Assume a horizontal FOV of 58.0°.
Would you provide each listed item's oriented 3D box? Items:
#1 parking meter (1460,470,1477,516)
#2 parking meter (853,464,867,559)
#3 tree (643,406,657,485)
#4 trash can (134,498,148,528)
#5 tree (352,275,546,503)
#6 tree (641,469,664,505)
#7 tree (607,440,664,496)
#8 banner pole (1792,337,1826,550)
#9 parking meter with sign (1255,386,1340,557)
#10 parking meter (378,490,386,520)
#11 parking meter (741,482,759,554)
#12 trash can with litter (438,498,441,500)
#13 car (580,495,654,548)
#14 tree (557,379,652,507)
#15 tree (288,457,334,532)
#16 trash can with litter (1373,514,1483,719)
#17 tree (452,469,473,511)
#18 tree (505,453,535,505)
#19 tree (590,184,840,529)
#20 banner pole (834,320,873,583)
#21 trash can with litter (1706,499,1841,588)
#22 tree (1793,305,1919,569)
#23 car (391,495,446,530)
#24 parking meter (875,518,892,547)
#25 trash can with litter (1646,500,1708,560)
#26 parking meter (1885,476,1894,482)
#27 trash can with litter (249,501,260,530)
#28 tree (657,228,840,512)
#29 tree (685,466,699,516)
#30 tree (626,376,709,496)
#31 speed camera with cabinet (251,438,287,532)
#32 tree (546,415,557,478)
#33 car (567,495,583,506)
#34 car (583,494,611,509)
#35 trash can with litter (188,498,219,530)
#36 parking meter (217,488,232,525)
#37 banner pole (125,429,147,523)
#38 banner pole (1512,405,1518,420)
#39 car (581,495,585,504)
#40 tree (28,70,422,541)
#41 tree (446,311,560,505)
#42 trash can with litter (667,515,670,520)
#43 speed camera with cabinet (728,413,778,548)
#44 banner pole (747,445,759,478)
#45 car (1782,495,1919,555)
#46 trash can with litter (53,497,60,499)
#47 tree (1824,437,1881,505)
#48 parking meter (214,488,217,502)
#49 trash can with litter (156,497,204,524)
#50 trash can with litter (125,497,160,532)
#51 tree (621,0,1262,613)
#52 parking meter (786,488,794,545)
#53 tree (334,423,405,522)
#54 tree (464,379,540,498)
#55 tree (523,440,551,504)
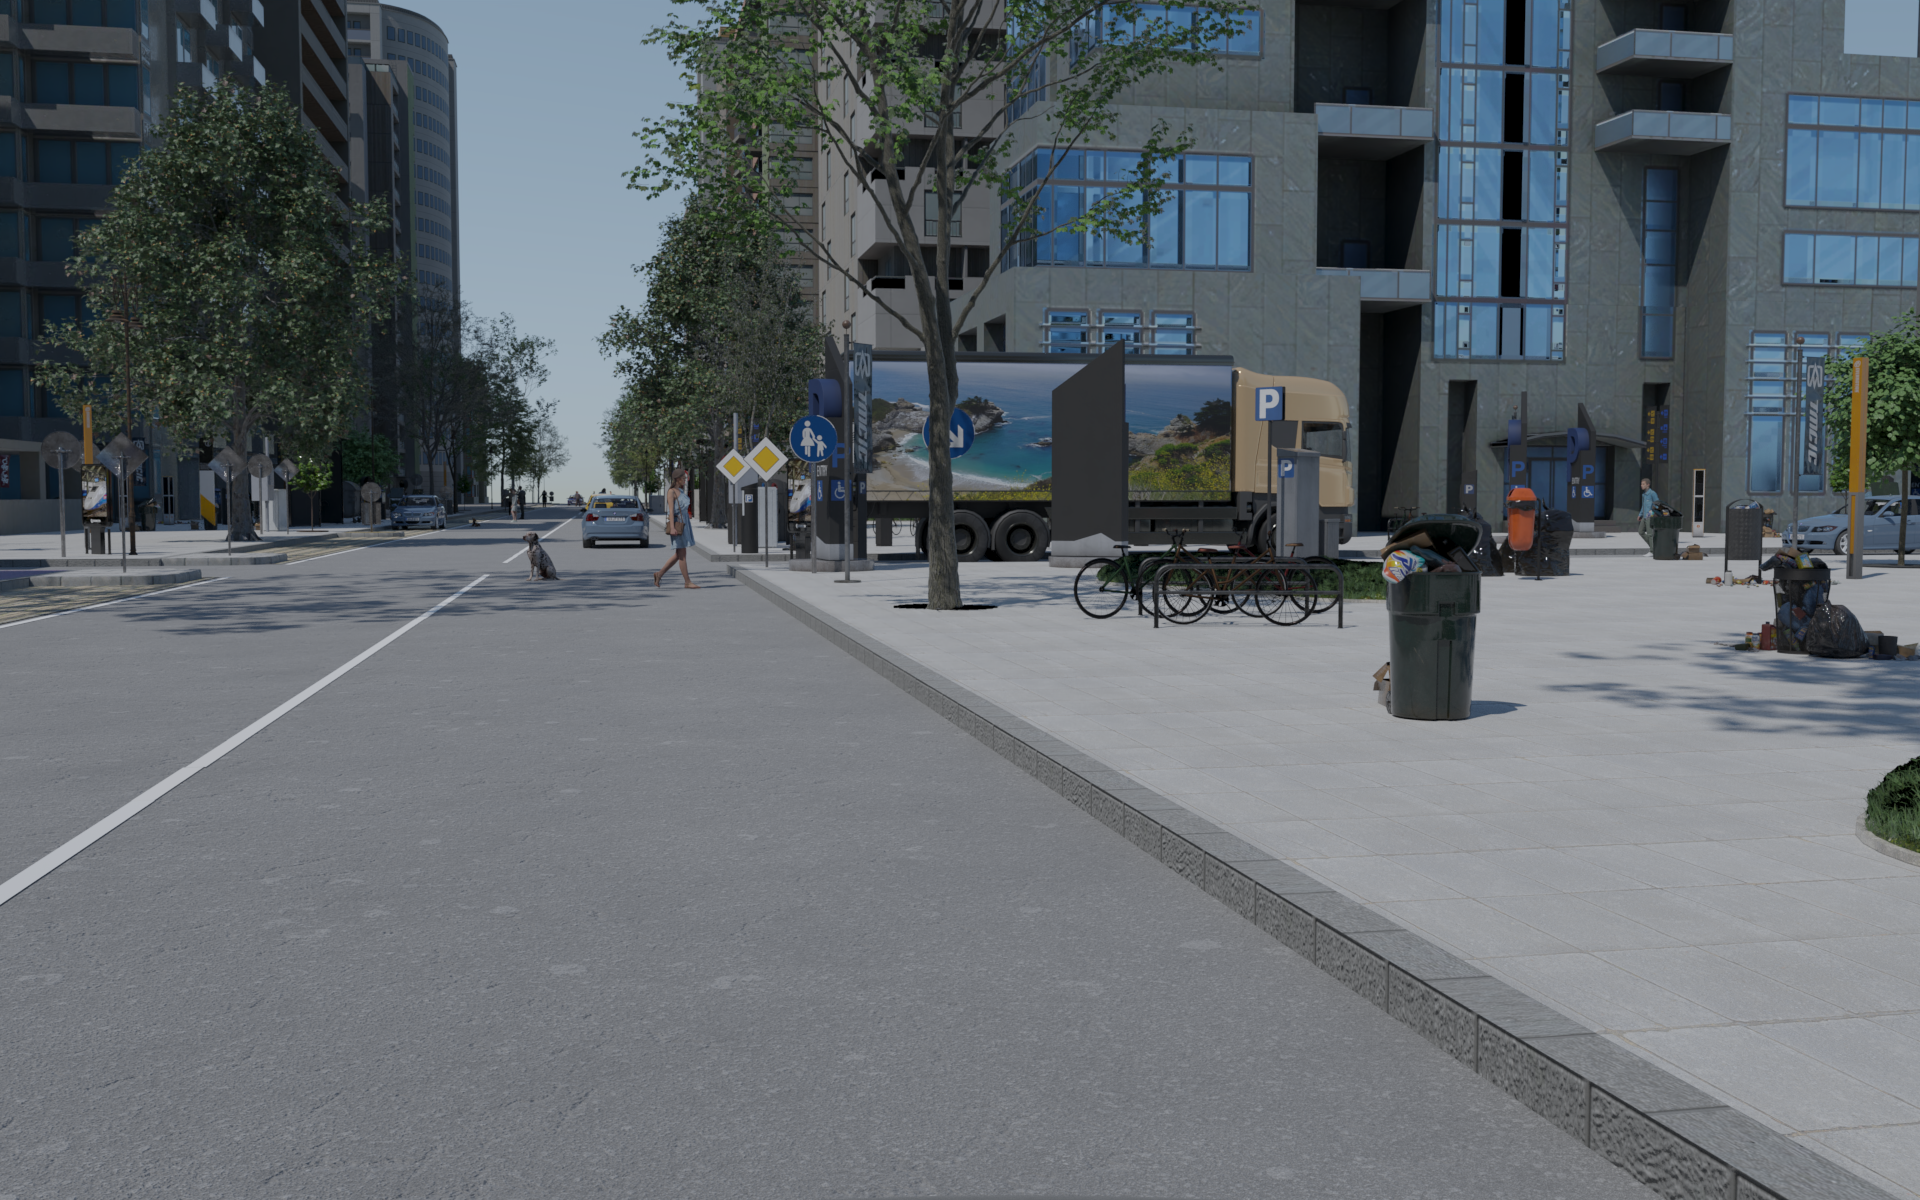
[{"bbox_3d":[12.219,-2.198,41.652,0.399,1.863,0.255,1,4,16],"label":"parking meter"},{"bbox_3d":[-1.870,-1.558,31.191,0.255,1.863,0.399,2,4,27],"label":"parking meter"},{"bbox_3d":[-13.141,-8.088,82.600,4.360,8.622,3.978,0,3,0],"label":"tree"},{"bbox_3d":[-30.423,-3.222,64.332,0.748,1.137,0.748,0,3,0],"label":"trash can"},{"bbox_3d":[-29.805,-11.440,97.417,12.009,13.543,11.850,0,3,0],"label":"tree"},{"bbox_3d":[-23.307,-8.366,131.383,1.663,3.219,1.824,0,3,0],"label":"tree"},{"bbox_3d":[-41.261,-18.614,222.470,7.486,12.596,7.792,0,3,0],"label":"tree"},{"bbox_3d":[13.566,-2.308,27.756,0.863,3.779,0.401,-2,4,-29],"label":"banner pole"},{"bbox_3d":[5.652,-1.990,28.798,1.738,3.016,0.543,-3,5,-43],"label":"parking meter with sign"},{"bbox_3d":[-29.026,-4.805,86.966,0.372,1.533,0.369,0,3,0],"label":"parking meter"},{"bbox_3d":[-4.543,-1.773,37.403,0.372,1.533,0.369,0,3,0],"label":"parking meter"},{"bbox_3d":[-32.281,-5.887,107.644,1.055,1.170,0.624,1,4,12],"label":"trash can with litter"},{"bbox_3d":[-9.370,-2.157,47.266,2.014,1.417,4.499,-1,4,-10],"label":"car"},{"bbox_3d":[-32.363,-16.335,177.453,12.009,13.543,11.850,0,3,0],"label":"tree"},{"bbox_3d":[-21.955,-3.894,58.268,1.663,3.219,1.824,0,3,0],"label":"tree"},{"bbox_3d":[2.655,0.074,10.174,0.624,1.170,1.055,0,4,-2],"label":"trash can with litter"},{"bbox_3d":[-38.517,-8.529,134.046,1.663,3.219,1.824,0,3,0],"label":"tree"},{"bbox_3d":[-54.298,-16.049,212.763,4.737,8.622,4.395,0,3,0],"label":"tree"},{"bbox_3d":[-8.865,-8.994,64.062,9.611,12.733,9.660,0,3,0],"label":"tree"},{"bbox_3d":[-1.506,-2.153,25.217,0.401,3.779,0.863,2,4,33],"label":"banner pole"},{"bbox_3d":[11.524,-0.823,24.508,2.233,1.210,1.678,0,4,-4],"label":"trash can with litter"},{"bbox_3d":[16.497,-2.855,30.390,4.285,4.588,4.351,0,3,0],"label":"tree"},{"bbox_3d":[-21.912,-3.559,70.198,2.014,1.417,4.499,-1,4,-10],"label":"car"},{"bbox_3d":[-1.875,-2.244,42.408,0.399,1.863,0.255,-2,4,-33],"label":"parking meter"},{"bbox_3d":[13.950,-1.364,33.694,1.055,1.170,0.624,0,4,-1],"label":"trash can with litter"},{"bbox_3d":[29.071,-2.973,54.325,0.399,1.863,0.255,-3,5,-39],"label":"parking meter"},{"bbox_3d":[-24.483,-3.052,61.282,1.055,1.170,0.624,0,4,-3],"label":"trash can with litter"},{"bbox_3d":[-5.436,-5.955,47.734,4.360,8.622,3.978,0,3,0],"label":"tree"},{"bbox_3d":[-16.216,-6.683,103.860,1.663,3.219,1.824,0,3,0],"label":"tree"},{"bbox_3d":[-15.087,-8.649,91.771,4.737,8.622,4.395,0,3,0],"label":"tree"},{"bbox_3d":[-23.721,-3.982,59.448,0.660,3.252,2.038,0,4,-4],"label":"speed camera with cabinet"},{"bbox_3d":[-62.256,-21.126,255.771,12.009,13.543,11.850,0,3,0],"label":"tree"},{"bbox_3d":[-47.339,-12.251,212.880,1.945,1.354,3.894,-1,4,-11],"label":"car"},{"bbox_3d":[-19.599,-5.167,94.704,2.015,1.641,3.980,-1,4,-13],"label":"car"},{"bbox_3d":[-27.264,-3.120,62.397,1.055,1.170,0.624,-1,4,-22],"label":"trash can with litter"},{"bbox_3d":[-30.542,-3.896,72.117,0.372,1.533,0.369,0,3,0],"label":"parking meter"},{"bbox_3d":[-31.924,-4.710,67.023,0.863,3.779,0.401,-2,4,-27],"label":"banner pole"},{"bbox_3d":[15.541,-3.588,48.673,0.401,3.779,0.863,2,4,26],"label":"banner pole"},{"bbox_3d":[-54.104,-14.219,245.065,1.945,1.354,3.894,-1,4,-12],"label":"car"},{"bbox_3d":[-19.660,-7.954,47.057,9.611,12.733,9.660,0,3,0],"label":"tree"},{"bbox_3d":[-48.280,-19.974,182.469,12.611,20.169,13.585,0,3,0],"label":"tree"},{"bbox_3d":[-13.938,-4.518,85.262,0.624,1.170,1.055,2,4,26],"label":"trash can with litter"},{"bbox_3d":[-5.007,-2.904,41.816,0.660,3.252,2.038,-2,4,-26],"label":"speed camera with cabinet"},{"bbox_3d":[-9.383,-5.395,78.227,0.863,3.779,0.401,2,4,24],"label":"banner pole"},{"bbox_3d":[21.488,-1.737,40.408,4.499,1.417,2.014,-1,4,-11],"label":"car"},{"bbox_3d":[-37.721,-3.735,72.459,0.624,1.170,1.055,-1,4,-13],"label":"trash can with litter"},{"bbox_3d":[24.976,-3.318,48.846,1.663,3.219,1.824,0,3,0],"label":"tree"},{"bbox_3d":[-31.931,-4.037,74.415,0.372,1.533,0.369,0,3,0],"label":"parking meter"},{"bbox_3d":[-33.488,-3.849,73.995,2.233,1.210,1.678,0,4,4],"label":"trash can with litter"},{"bbox_3d":[-28.063,-2.939,59.432,0.624,1.170,1.055,2,4,35],"label":"trash can with litter"},{"bbox_3d":[-0.265,-5.711,19.124,9.928,11.665,9.643,0,3,0],"label":"tree"},{"bbox_3d":[-4.206,-2.155,43.639,0.372,1.533,0.369,0,3,0],"label":"parking meter"},{"bbox_3d":[-27.081,-5.830,79.038,4.285,4.588,4.351,0,3,0],"label":"tree"},{"bbox_3d":[-44.559,-15.398,169.883,7.486,12.596,7.792,0,3,0],"label":"tree"},{"bbox_3d":[-60.122,-18.121,246.644,4.360,8.622,3.978,0,3,0],"label":"tree"}]
